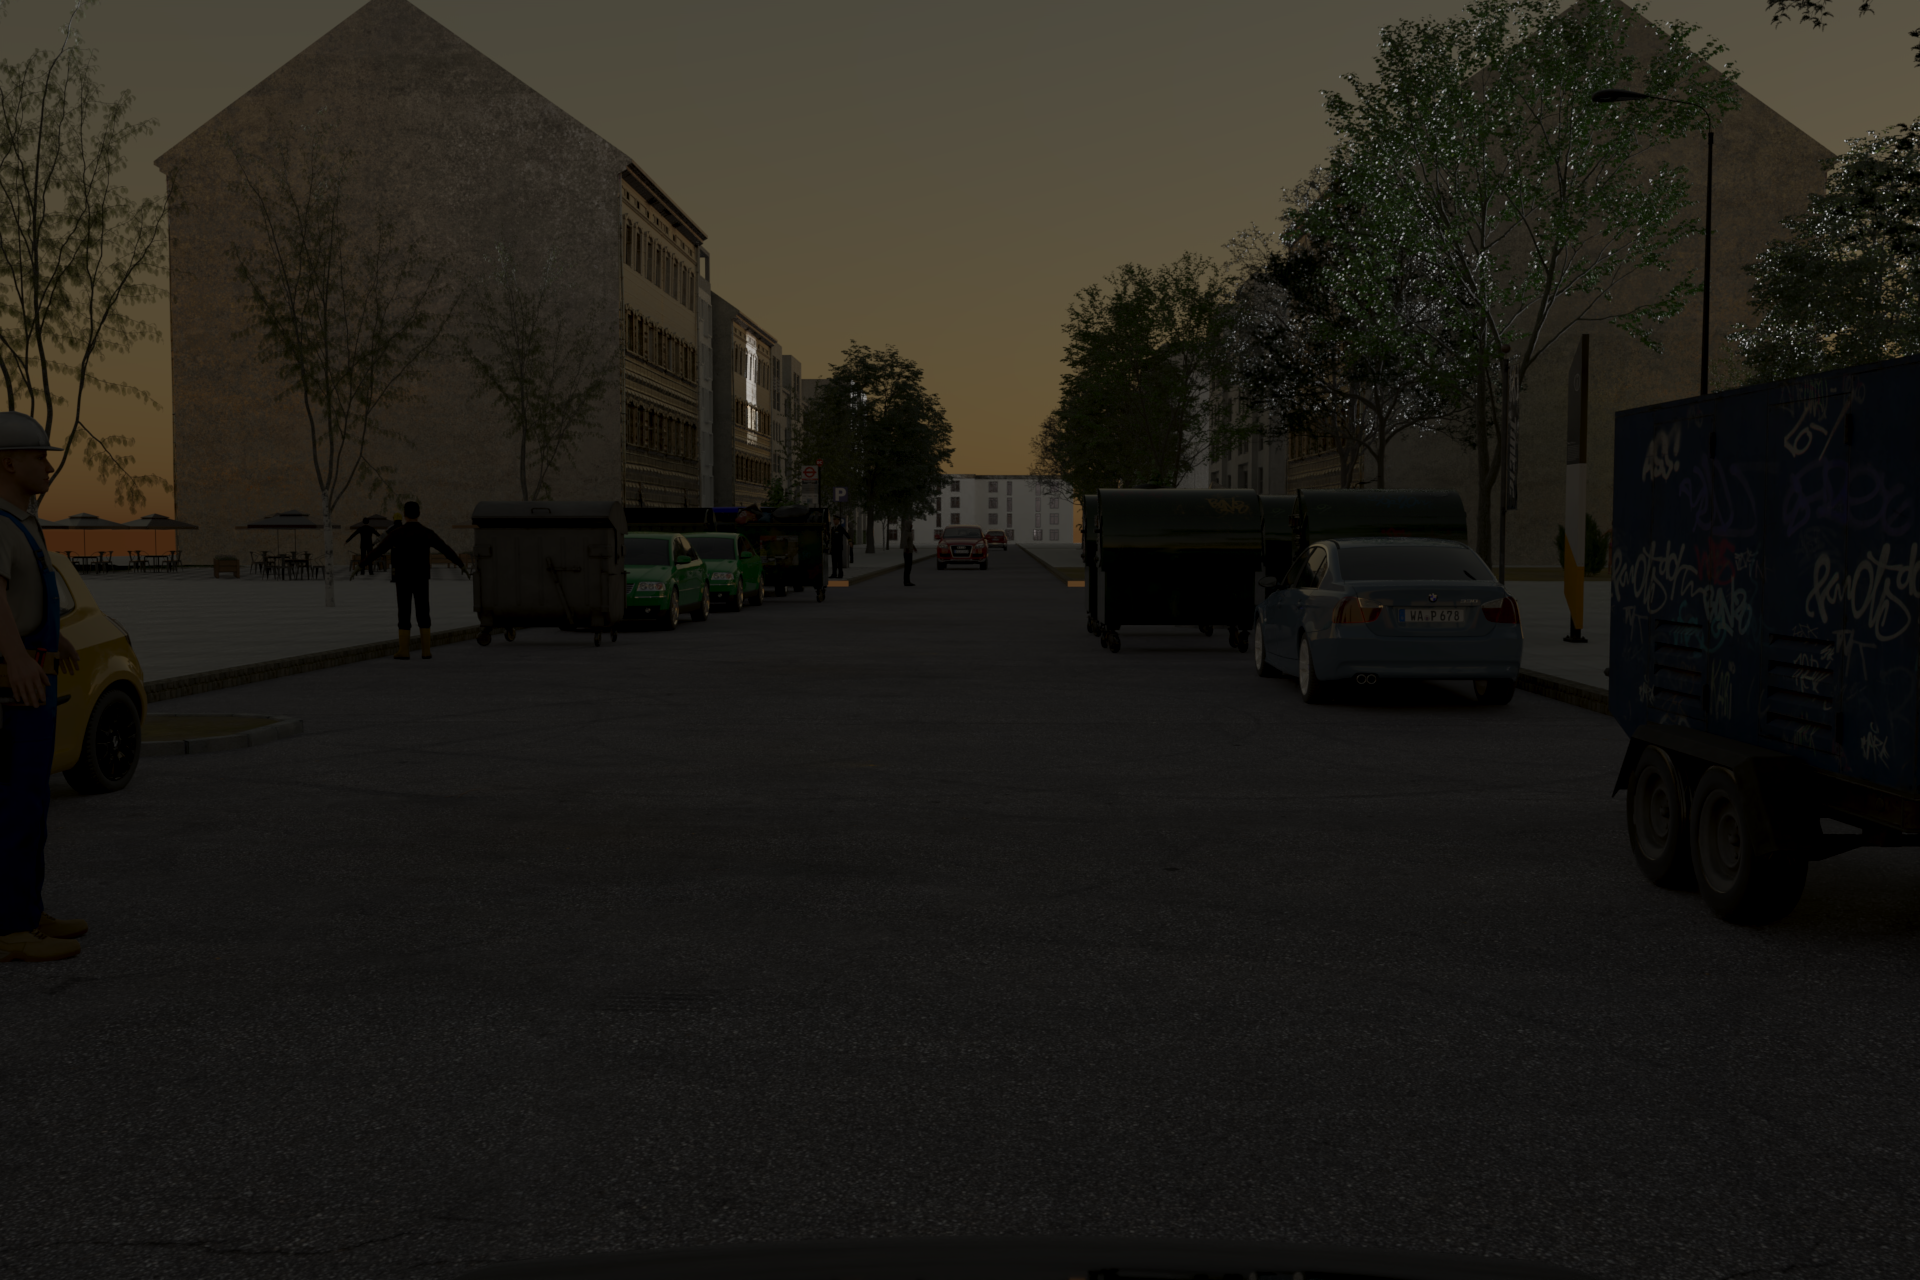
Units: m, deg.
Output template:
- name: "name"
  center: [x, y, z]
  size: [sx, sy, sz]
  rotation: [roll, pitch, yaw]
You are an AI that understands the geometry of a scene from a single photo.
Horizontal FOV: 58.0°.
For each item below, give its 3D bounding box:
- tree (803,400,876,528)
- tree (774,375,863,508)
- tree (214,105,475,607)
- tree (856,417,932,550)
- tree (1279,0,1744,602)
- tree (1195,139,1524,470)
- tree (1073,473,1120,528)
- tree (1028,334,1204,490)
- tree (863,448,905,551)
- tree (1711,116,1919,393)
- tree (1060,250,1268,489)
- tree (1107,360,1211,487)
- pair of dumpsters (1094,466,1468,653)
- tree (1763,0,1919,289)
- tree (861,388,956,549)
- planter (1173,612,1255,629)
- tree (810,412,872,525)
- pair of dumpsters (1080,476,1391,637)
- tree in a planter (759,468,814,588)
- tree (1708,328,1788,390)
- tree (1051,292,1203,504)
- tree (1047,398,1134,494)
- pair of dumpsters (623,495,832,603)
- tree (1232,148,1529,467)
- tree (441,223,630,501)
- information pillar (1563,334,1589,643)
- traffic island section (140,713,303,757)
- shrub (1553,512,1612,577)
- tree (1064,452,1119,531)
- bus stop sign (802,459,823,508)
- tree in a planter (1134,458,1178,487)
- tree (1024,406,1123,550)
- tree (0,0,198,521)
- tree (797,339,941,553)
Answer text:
- name: "tree"
  center: [-5.997, -8.811, 94.421]
  size: [4.360, 8.622, 3.978]
  rotation: [0, 3, 0]
- name: "tree"
  center: [-6.836, -8.004, 81.224]
  size: [4.737, 8.622, 4.395]
  rotation: [0, 3, 0]
- name: "tree"
  center: [-11.287, -4.901, 30.497]
  size: [4.360, 8.622, 3.978]
  rotation: [0, 3, 0]
- name: "tree"
  center: [-5.941, -12.487, 138.567]
  size: [8.767, 10.594, 7.601]
  rotation: [1, 4, 15]
- name: "tree"
  center: [10.084, -6.529, 32.506]
  size: [9.928, 11.665, 9.643]
  rotation: [0, 3, 0]
- name: "tree"
  center: [11.941, -8.735, 53.180]
  size: [12.009, 13.543, 11.850]
  rotation: [0, 3, 0]
- name: "tree"
  center: [10.228, -11.219, 133.794]
  size: [4.737, 8.622, 4.395]
  rotation: [0, 3, 0]
- name: "tree"
  center: [9.241, -11.696, 101.604]
  size: [12.009, 13.543, 11.850]
  rotation: [0, 3, 0]
- name: "tree"
  center: [-5.853, -11.081, 131.543]
  size: [4.360, 8.622, 3.978]
  rotation: [0, 3, 0]
- name: "tree"
  center: [27.864, -8.913, 52.389]
  size: [9.857, 13.997, 8.962]
  rotation: [0, 3, 0]
- name: "tree"
  center: [7.800, -8.509, 64.885]
  size: [9.928, 11.665, 9.643]
  rotation: [0, 3, 0]
- name: "tree"
  center: [7.802, -7.503, 73.029]
  size: [4.360, 8.622, 3.978]
  rotation: [0, 3, 0]
- name: "pair of dumpsters"
  center: [3.863, -1.001, 21.311]
  size: [4.436, 2.255, 1.574]
  rotation: [0, 4, 0]
- name: "tree"
  center: [10.067, -4.766, 12.332]
  size: [8.767, 10.594, 7.601]
  rotation: [0, 4, -3]
- name: "tree"
  center: [-5.042, -14.931, 150.771]
  size: [9.857, 13.997, 8.962]
  rotation: [0, 3, 0]
- name: "planter"
  center: [4.328, -0.368, 27.163]
  size: [1.991, 0.319, 1.994]
  rotation: [0, 4, 2]
- name: "tree"
  center: [-6.667, -9.319, 102.732]
  size: [4.360, 8.622, 3.978]
  rotation: [0, 3, 0]
- name: "pair of dumpsters"
  center: [3.930, -1.202, 24.603]
  size: [4.436, 2.255, 1.574]
  rotation: [0, 4, 1]
- name: "tree in a planter"
  center: [-4.886, -3.024, 46.668]
  size: [1.991, 3.239, 1.994]
  rotation: [0, 4, 2]
- name: "tree"
  center: [28.820, -6.882, 62.878]
  size: [4.737, 8.622, 4.395]
  rotation: [0, 3, 0]
- name: "tree"
  center: [7.760, -9.974, 81.208]
  size: [7.486, 12.596, 7.792]
  rotation: [0, 3, 0]
- name: "tree"
  center: [9.327, -11.553, 114.646]
  size: [9.928, 11.665, 9.643]
  rotation: [0, 3, 0]
- name: "pair of dumpsters"
  center: [-4.962, -1.935, 36.594]
  size: [4.436, 2.255, 1.574]
  rotation: [0, 4, 2]
- name: "tree"
  center: [10.146, -6.601, 42.334]
  size: [7.601, 10.594, 8.767]
  rotation: [1, 4, 13]
- name: "tree"
  center: [-10.755, -5.605, 41.999]
  size: [4.360, 8.622, 3.978]
  rotation: [0, 3, 0]
- name: "information pillar"
  center: [7.310, -1.785, 20.541]
  size: [0.183, 3.616, 0.504]
  rotation: [0, 4, 2]
- name: "traffic island section"
  center: [-5.754, 0.660, 12.068]
  size: [1.991, 0.108, 1.994]
  rotation: [0, 4, 1]
- name: "shrub"
  center: [18.725, -2.917, 52.107]
  size: [1.690, 2.028, 1.600]
  rotation: [0, 3, 0]
- name: "tree"
  center: [9.729, -10.585, 123.420]
  size: [4.737, 8.622, 4.395]
  rotation: [0, 3, 0]
- name: "bus stop sign"
  center: [-5.205, -4.462, 61.654]
  size: [0.855, 3.939, 0.416]
  rotation: [0, 4, 3]
- name: "tree in a planter"
  center: [4.593, -2.656, 40.652]
  size: [1.991, 3.239, 1.994]
  rotation: [0, 4, 2]
- name: "tree"
  center: [10.384, -14.292, 144.038]
  size: [12.009, 13.543, 11.850]
  rotation: [0, 3, 0]
- name: "tree"
  center: [-11.505, -4.347, 21.435]
  size: [4.360, 8.622, 3.978]
  rotation: [0, 3, 0]
- name: "tree"
  center: [-5.865, -12.725, 114.716]
  size: [9.857, 13.997, 8.962]
  rotation: [0, 3, 0]
